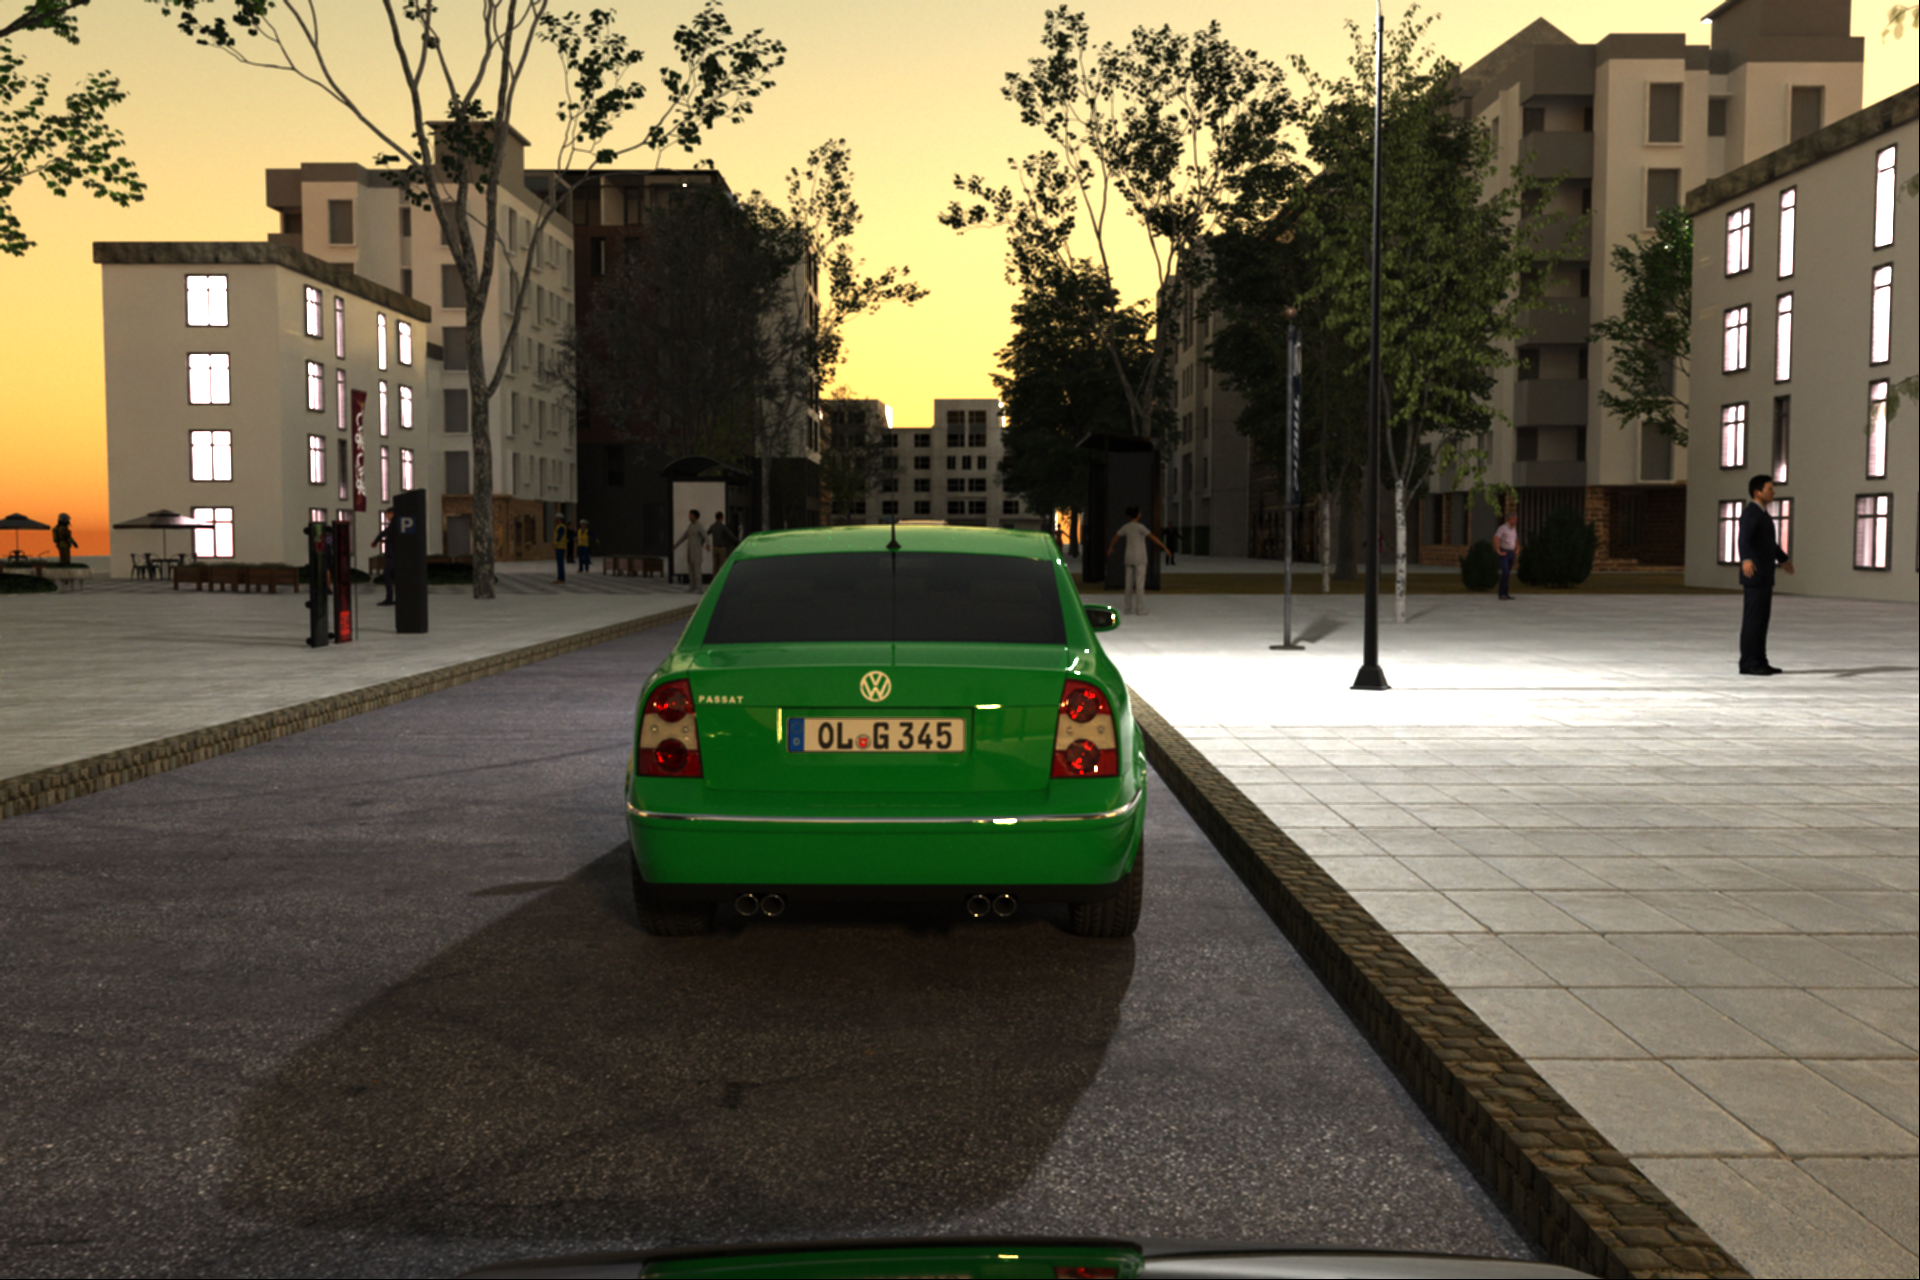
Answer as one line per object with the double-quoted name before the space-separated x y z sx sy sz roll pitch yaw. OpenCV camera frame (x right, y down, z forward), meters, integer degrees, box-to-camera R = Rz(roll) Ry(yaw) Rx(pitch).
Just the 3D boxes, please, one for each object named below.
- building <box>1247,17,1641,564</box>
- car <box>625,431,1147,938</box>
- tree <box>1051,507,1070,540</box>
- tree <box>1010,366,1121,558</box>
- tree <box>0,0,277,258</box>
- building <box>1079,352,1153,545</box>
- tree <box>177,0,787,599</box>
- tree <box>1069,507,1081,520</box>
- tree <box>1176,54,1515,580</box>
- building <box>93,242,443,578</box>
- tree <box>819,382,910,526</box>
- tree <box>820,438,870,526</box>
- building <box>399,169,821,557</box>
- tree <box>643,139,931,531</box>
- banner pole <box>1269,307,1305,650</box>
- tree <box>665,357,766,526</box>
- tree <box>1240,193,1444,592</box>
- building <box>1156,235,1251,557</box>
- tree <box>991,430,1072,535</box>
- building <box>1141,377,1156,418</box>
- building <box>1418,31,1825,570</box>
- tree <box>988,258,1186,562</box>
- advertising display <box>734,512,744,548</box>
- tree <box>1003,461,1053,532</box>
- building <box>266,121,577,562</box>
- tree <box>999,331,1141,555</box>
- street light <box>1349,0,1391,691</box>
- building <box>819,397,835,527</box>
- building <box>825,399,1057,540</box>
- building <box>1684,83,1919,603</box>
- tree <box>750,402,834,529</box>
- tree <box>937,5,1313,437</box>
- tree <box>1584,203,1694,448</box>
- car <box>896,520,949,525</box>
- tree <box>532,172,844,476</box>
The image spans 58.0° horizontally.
"building" 24.683 -15.433 83.257 19.493 23.208 18.063 0 3 0
"car" -0.232 0.078 7.526 1.959 1.807 4.718 0 4 1
"tree" 7.160 -10.912 128.774 4.737 8.622 4.395 0 3 0
"tree" 5.915 -9.687 92.799 7.601 10.594 8.767 -3 5 -41
"tree" -9.254 -5.392 13.920 9.928 11.665 9.643 0 3 0
"building" 23.917 -22.730 202.564 19.493 23.208 18.063 0 4 0
"tree" -9.460 -10.797 32.423 12.611 20.169 13.585 0 3 0
"tree" 16.646 -17.146 230.699 4.737 8.622 4.395 0 3 0
"tree" 10.804 -8.648 48.049 9.857 13.997 8.962 0 3 0
"building" -24.015 -7.449 63.935 9.099 9.664 28.070 0 4 0
"tree" -9.172 -14.118 141.197 12.009 13.543 11.850 0 3 0
"tree" -9.040 -11.172 133.031 4.737 8.622 4.395 0 3 0
"building" -24.240 -16.498 113.724 27.936 21.610 32.646 0 4 0
"tree" -8.185 -13.866 82.593 12.611 20.169 13.585 0 3 0
"banner pole" 3.647 -1.771 18.967 0.401 3.779 0.863 0 3 0
"tree" -9.796 -7.336 70.307 4.737 8.622 4.395 0 3 0
"tree" 7.917 -5.380 38.322 4.360 8.622 3.978 0 3 0
"building" 22.488 -14.963 111.110 16.747 18.905 31.486 0 4 1
"tree" 6.221 -11.429 121.270 8.767 10.594 7.601 1 4 9
"building" 27.144 -20.169 160.691 19.493 23.208 18.063 0 3 0
"building" 24.479 -13.154 71.492 16.016 20.090 11.380 0 4 0
"tree" 6.041 -10.601 79.987 9.857 13.997 8.962 0 3 0
"advertising display" -6.467 -2.782 50.700 0.123 1.923 0.974 0 4 2
"tree" 6.588 -12.550 139.597 7.601 10.594 8.767 -3 5 -40
"building" -25.779 -13.725 80.817 16.016 20.090 11.380 0 4 0
"tree" 7.021 -12.159 105.459 9.857 13.997 8.962 0 3 0
"street light" 3.942 -2.546 14.164 1.470 5.913 1.316 0 4 0
"building" -25.103 -22.716 202.326 19.493 23.208 18.063 0 4 1
"building" -2.807 -22.280 233.184 31.486 18.905 16.747 0 4 4
"building" 22.337 -5.298 28.774 9.099 9.664 28.070 0 3 0
"tree" -9.723 -8.802 94.276 4.360 8.622 3.978 0 3 0
"tree" 5.837 -12.649 62.699 12.611 20.169 13.585 0 3 0
"tree" 22.320 -7.617 50.300 9.928 11.665 9.643 0 3 0
"car" -1.036 -2.390 47.744 2.281 1.827 5.304 0 4 0
"tree" -8.965 -9.042 58.202 12.009 13.543 11.850 0 3 0
